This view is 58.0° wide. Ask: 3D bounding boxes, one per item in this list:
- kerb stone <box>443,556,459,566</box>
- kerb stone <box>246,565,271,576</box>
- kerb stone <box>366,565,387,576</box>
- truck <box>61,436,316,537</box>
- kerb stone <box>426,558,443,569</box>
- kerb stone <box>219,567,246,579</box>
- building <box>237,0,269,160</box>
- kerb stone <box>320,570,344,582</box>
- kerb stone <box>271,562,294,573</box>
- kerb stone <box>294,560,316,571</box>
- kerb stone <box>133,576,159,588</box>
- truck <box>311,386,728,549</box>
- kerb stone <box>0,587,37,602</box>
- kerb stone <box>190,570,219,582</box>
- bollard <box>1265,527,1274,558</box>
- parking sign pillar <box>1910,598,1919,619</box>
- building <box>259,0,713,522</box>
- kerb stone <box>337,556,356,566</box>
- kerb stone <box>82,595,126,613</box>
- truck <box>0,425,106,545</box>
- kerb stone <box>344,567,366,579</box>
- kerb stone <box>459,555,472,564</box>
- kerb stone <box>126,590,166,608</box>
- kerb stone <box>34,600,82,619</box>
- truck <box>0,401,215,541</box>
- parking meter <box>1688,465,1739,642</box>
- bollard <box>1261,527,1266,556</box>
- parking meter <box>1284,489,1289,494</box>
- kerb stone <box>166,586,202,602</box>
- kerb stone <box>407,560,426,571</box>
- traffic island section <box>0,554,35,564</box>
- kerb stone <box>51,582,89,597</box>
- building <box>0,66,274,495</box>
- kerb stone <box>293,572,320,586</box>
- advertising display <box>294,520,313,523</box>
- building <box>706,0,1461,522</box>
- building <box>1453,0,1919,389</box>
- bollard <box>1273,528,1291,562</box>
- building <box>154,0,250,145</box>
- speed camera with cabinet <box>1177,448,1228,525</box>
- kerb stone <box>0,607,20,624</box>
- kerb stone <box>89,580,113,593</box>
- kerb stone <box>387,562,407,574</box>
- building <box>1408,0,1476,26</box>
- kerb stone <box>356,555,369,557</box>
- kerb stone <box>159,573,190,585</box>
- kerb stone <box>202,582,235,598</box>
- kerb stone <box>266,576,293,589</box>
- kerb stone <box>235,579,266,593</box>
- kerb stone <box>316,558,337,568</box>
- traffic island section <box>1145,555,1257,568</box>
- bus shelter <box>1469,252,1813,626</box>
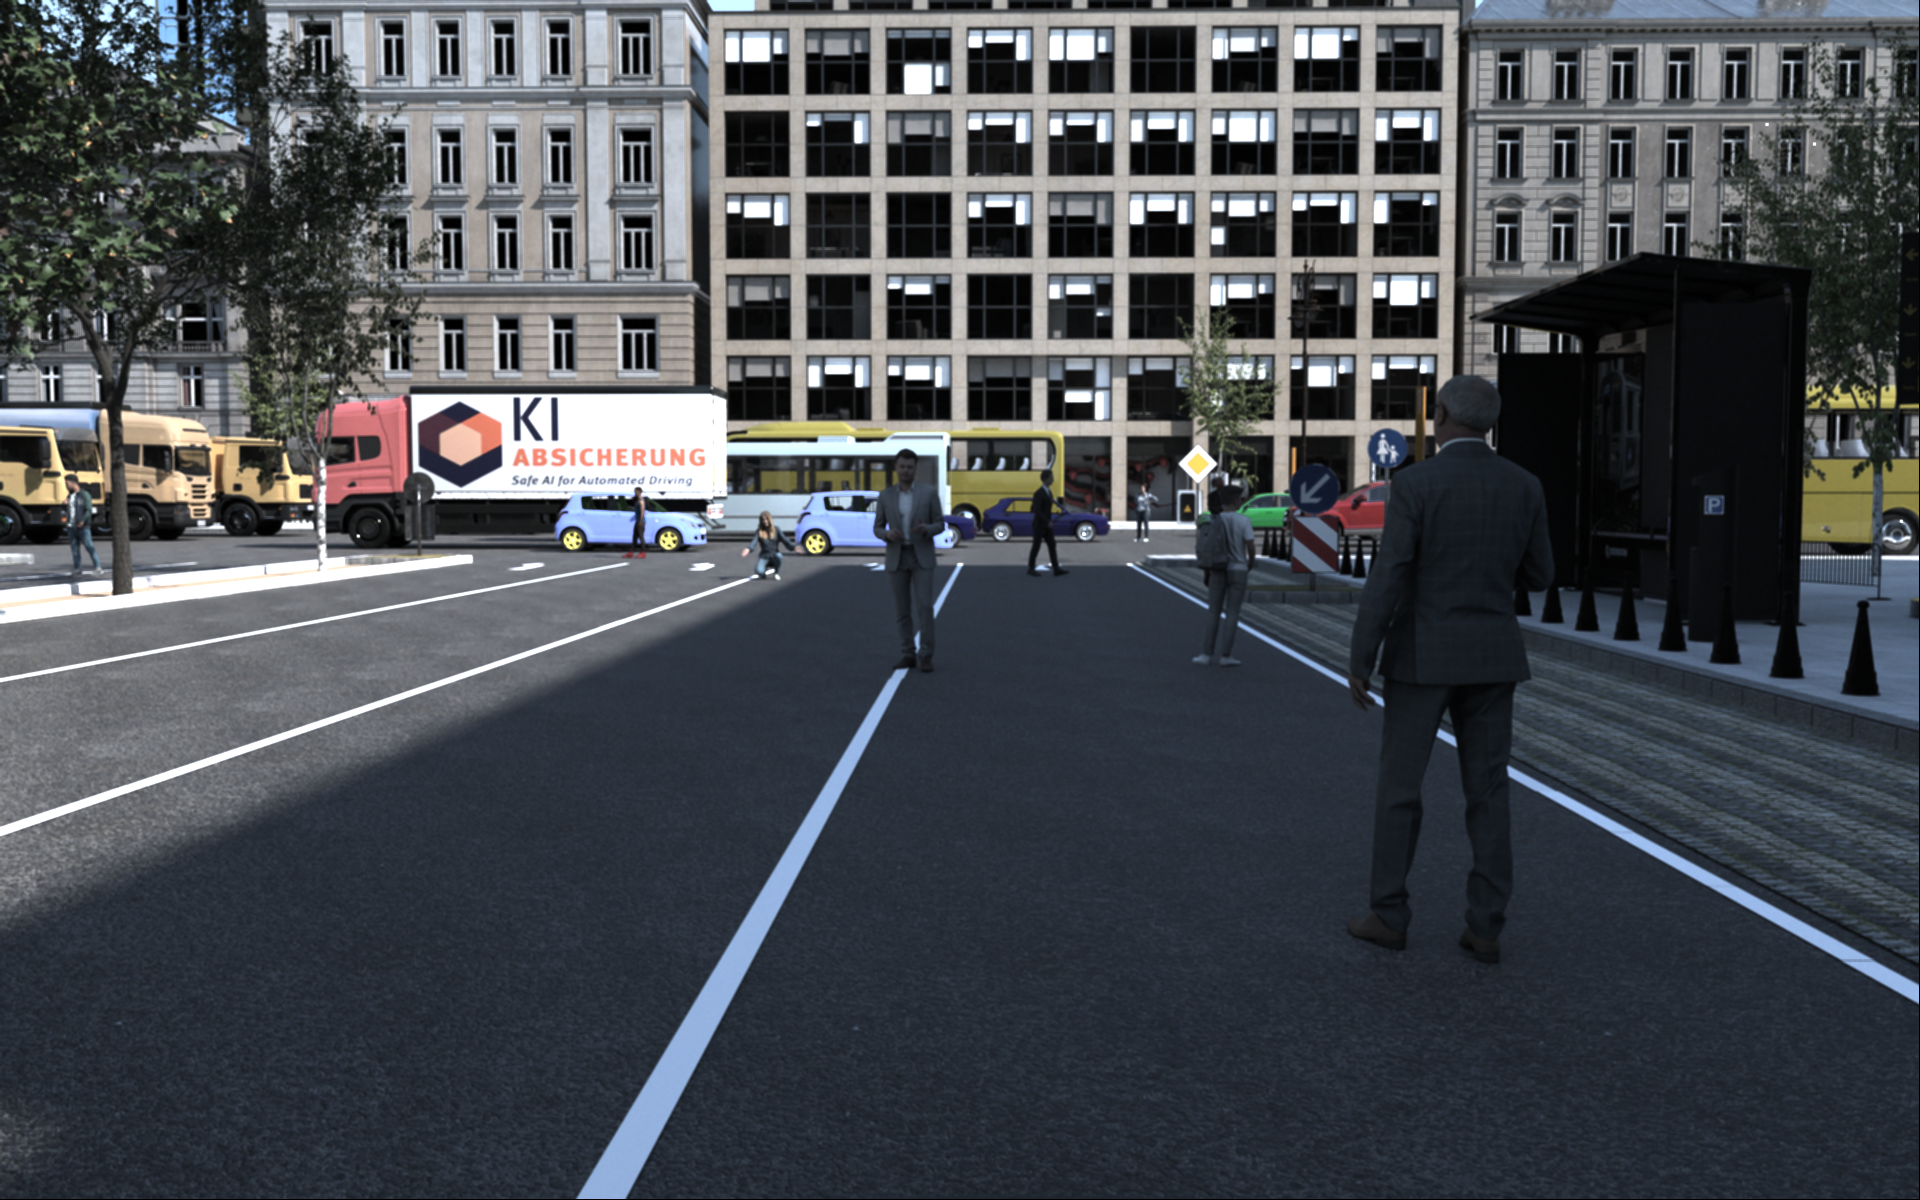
[{"bbox_3d":[-10.289,-0.763,34.663,0.120,0.150,1.000,0,4,1],"label":"kerb stone"},{"bbox_3d":[-12.484,-0.509,30.572,0.120,0.150,1.000,0,4,1],"label":"kerb stone"},{"bbox_3d":[-10.387,-0.511,30.554,0.120,0.150,1.000,0,4,1],"label":"kerb stone"},{"bbox_3d":[-26.270,-3.868,59.172,9.791,3.379,3.469,0,3,0],"label":"truck"},{"bbox_3d":[-10.304,-0.700,33.634,0.120,0.150,1.000,0,4,1],"label":"kerb stone"},{"bbox_3d":[-12.500,-0.445,29.547,0.120,0.150,1.000,0,4,1],"label":"kerb stone"},{"bbox_3d":[-45.405,-31.660,141.341,21.300,48.544,21.600,0,4,1],"label":"building"},{"bbox_3d":[-10.429,-0.386,28.500,0.120,0.150,1.000,0,4,1],"label":"kerb stone"},{"bbox_3d":[-12.464,-0.576,31.605,0.120,0.150,1.000,0,4,1],"label":"kerb stone"},{"bbox_3d":[-12.437,-0.638,32.631,0.120,0.150,1.000,0,4,1],"label":"kerb stone"},{"bbox_3d":[-12.580,-0.261,26.461,0.120,0.150,1.000,0,4,1],"label":"kerb stone"},{"bbox_3d":[-11.960,-3.495,46.055,11.283,4.237,2.839,0,4,1],"label":"truck"},{"bbox_3d":[-12.643,-0.072,23.379,0.120,0.150,1.000,0,4,1],"label":"kerb stone"},{"bbox_3d":[-12.523,-0.386,28.512,0.120,0.150,1.000,0,4,1],"label":"kerb stone"},{"bbox_3d":[6.323,-1.149,34.821,0.229,0.601,0.229,0,3,0],"label":"bollard"},{"bbox_3d":[10.590,-1.787,17.692,1.447,3.967,1.447,0,4,3],"label":"parking sign pillar"},{"bbox_3d":[-21.862,-18.302,85.143,20.117,28.700,13.634,0,4,1],"label":"building"},{"bbox_3d":[-12.384,-0.764,34.682,0.120,0.150,1.000,0,4,1],"label":"kerb stone"},{"bbox_3d":[-10.593,0.056,21.281,0.120,0.150,1.000,0,4,1],"label":"kerb stone"},{"bbox_3d":[-28.861,-3.268,49.355,9.791,3.379,3.469,0,4,0],"label":"truck"},{"bbox_3d":[-10.419,-0.448,29.526,0.120,0.150,1.000,0,4,1],"label":"kerb stone"},{"bbox_3d":[-10.266,-0.825,35.691,0.120,0.150,1.000,0,4,1],"label":"kerb stone"},{"bbox_3d":[-10.567,-0.007,22.315,0.120,0.150,1.000,0,4,1],"label":"kerb stone"},{"bbox_3d":[-10.623,0.119,20.255,0.120,0.150,1.000,0,4,1],"label":"kerb stone"},{"bbox_3d":[-28.424,-3.957,53.608,11.283,4.237,2.839,0,4,1],"label":"truck"},{"bbox_3d":[6.565,-0.409,15.094,0.372,1.533,0.369,0,3,0],"label":"parking meter"},{"bbox_3d":[6.345,-1.211,35.847,0.229,0.601,0.229,0,3,0],"label":"bollard"},{"bbox_3d":[19.957,-5.925,105.280,0.372,1.533,0.369,0,3,0],"label":"parking meter"},{"bbox_3d":[-10.549,-0.071,23.353,0.120,0.150,1.000,0,4,1],"label":"kerb stone"},{"bbox_3d":[-10.333,-0.637,32.608,0.120,0.150,1.000,0,4,1],"label":"kerb stone"},{"bbox_3d":[-20.479,-0.811,35.545,2.009,0.180,2.903,0,4,1],"label":"traffic island section"},{"bbox_3d":[-12.627,-0.135,24.405,0.120,0.150,1.000,0,4,1],"label":"kerb stone"},{"bbox_3d":[-44.517,-14.915,85.660,24.055,21.916,13.314,0,4,1],"label":"building"},{"bbox_3d":[-10.447,-0.320,27.474,0.120,0.150,1.000,0,4,1],"label":"kerb stone"},{"bbox_3d":[-28.826,-4.333,76.066,0.123,1.923,0.974,3,5,40],"label":"advertising display"},{"bbox_3d":[5.733,-17.380,88.685,34.151,26.468,19.350,0,4,1],"label":"building"},{"bbox_3d":[35.266,-17.551,84.228,25.104,27.353,12.463,0,4,1],"label":"building"},{"bbox_3d":[6.298,-1.086,33.794,0.229,0.601,0.229,0,3,0],"label":"bollard"},{"bbox_3d":[-63.264,-52.366,168.851,31.000,86.520,22.319,0,4,1],"label":"building"},{"bbox_3d":[10.064,-4.740,71.834,2.038,3.252,0.660,1,4,21],"label":"speed camera with cabinet"},{"bbox_3d":[-10.645,0.186,19.230,0.120,0.150,1.000,0,4,1],"label":"kerb stone"},{"bbox_3d":[-12.596,-0.198,25.430,0.120,0.150,1.000,0,4,1],"label":"kerb stone"},{"bbox_3d":[-10.356,-0.574,31.579,0.120,0.150,1.000,0,4,1],"label":"kerb stone"},{"bbox_3d":[31.338,-27.643,135.565,14.154,41.232,14.086,0,4,1],"label":"building"},{"bbox_3d":[-12.358,-0.827,35.723,0.120,0.150,1.000,0,4,1],"label":"kerb stone"},{"bbox_3d":[-12.548,-0.321,27.486,0.120,0.150,1.000,0,4,1],"label":"kerb stone"},{"bbox_3d":[-10.517,-0.134,24.380,0.120,0.150,1.000,0,4,1],"label":"kerb stone"},{"bbox_3d":[-10.481,-0.253,26.442,0.120,0.150,1.000,0,4,1],"label":"kerb stone"},{"bbox_3d":[-10.498,-0.194,25.406,0.120,0.150,1.000,0,4,1],"label":"kerb stone"},{"bbox_3d":[-12.406,-0.701,33.657,0.120,0.150,1.000,0,4,1],"label":"kerb stone"},{"bbox_3d":[4.805,-0.775,34.957,2.009,0.180,2.903,0,4,1],"label":"traffic island section"},{"bbox_3d":[7.526,-1.751,19.917,1.731,3.624,6.357,0,4,1],"label":"bus shelter"}]
